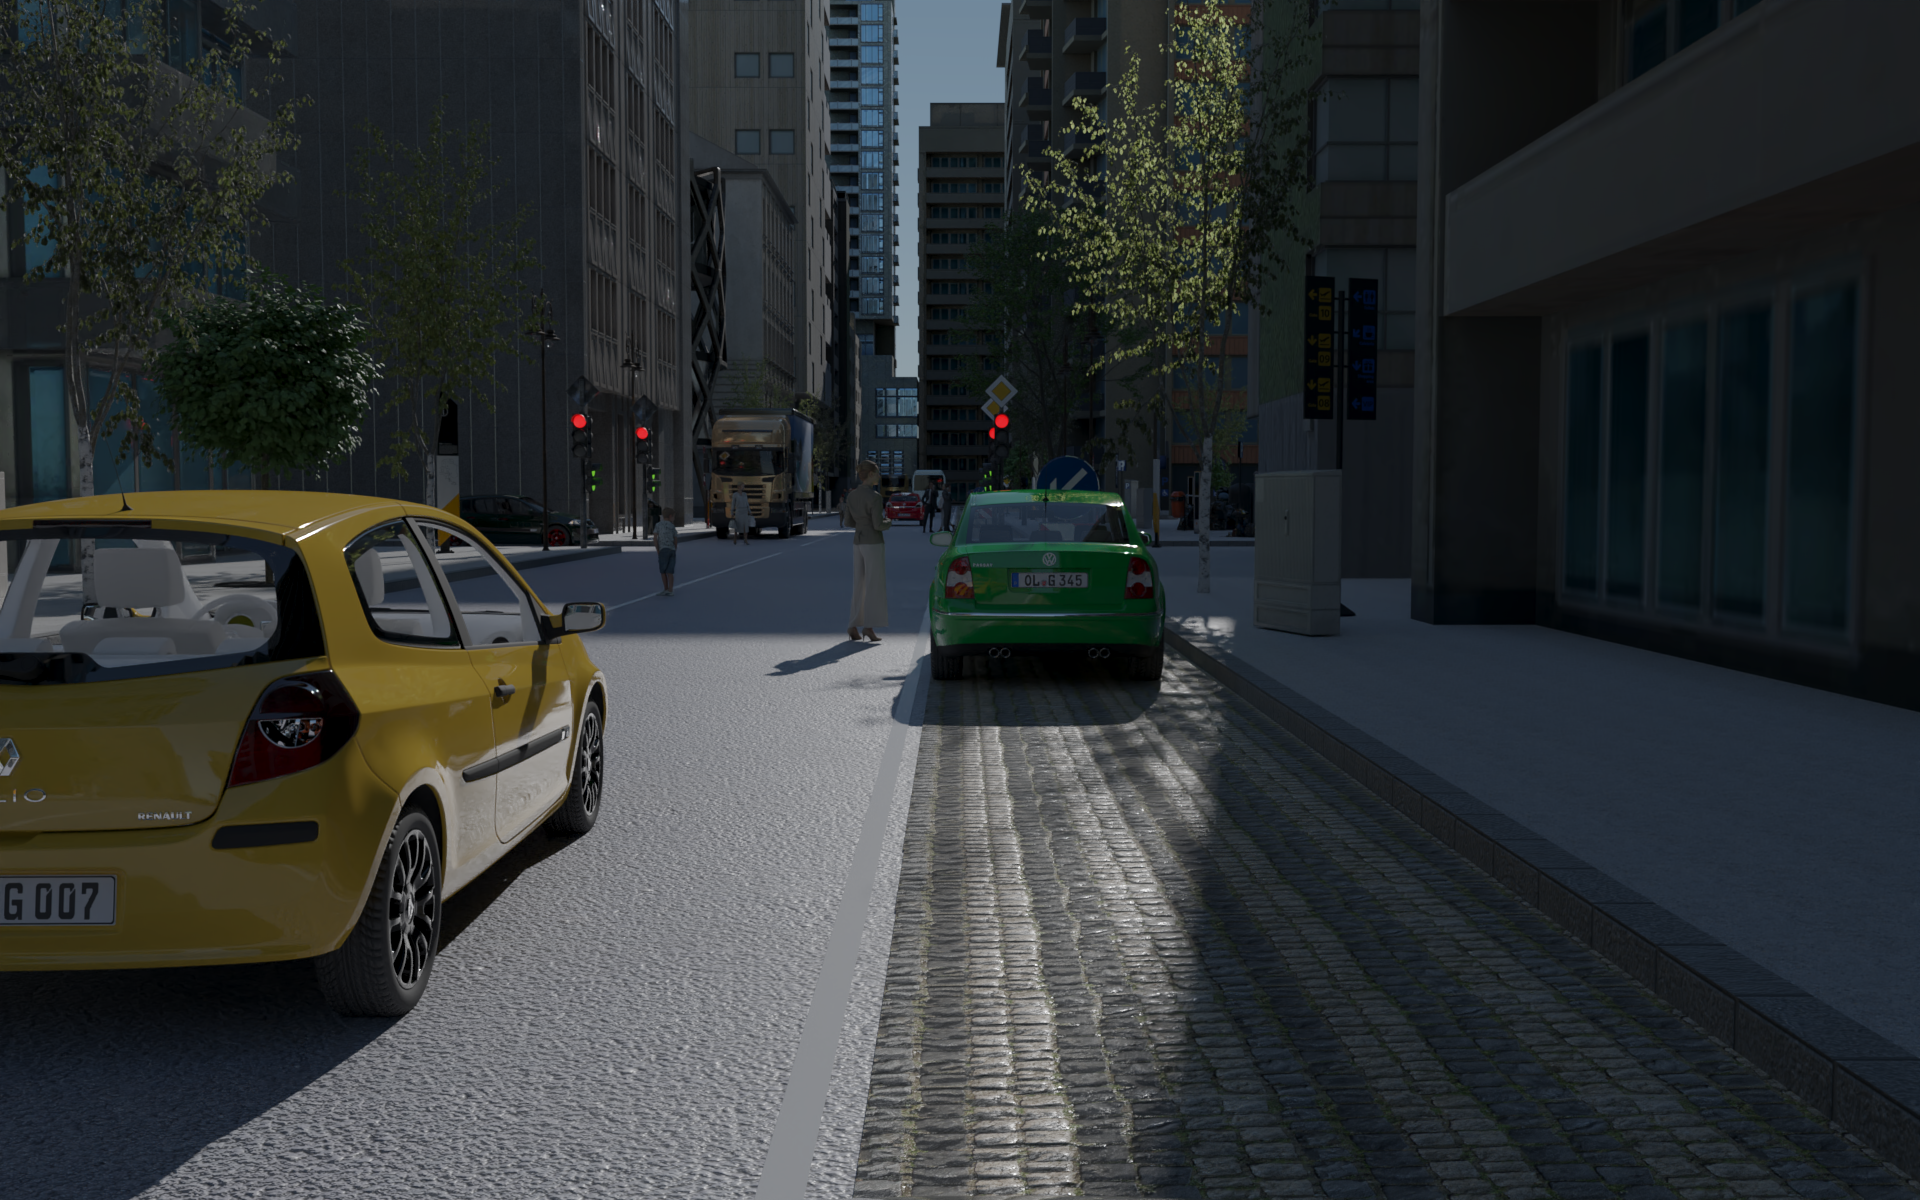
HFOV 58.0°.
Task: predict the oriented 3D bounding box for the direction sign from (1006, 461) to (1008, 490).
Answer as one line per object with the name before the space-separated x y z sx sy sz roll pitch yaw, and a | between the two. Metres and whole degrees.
direction sign | 3.030 -7.246 110.463 0.379 3.537 0.876 1 4 16

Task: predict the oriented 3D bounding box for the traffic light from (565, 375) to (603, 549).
traffic light | -8.855 -3.169 40.732 0.839 4.253 0.868 0 3 0

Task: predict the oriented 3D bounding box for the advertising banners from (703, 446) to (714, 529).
advertising banners | -9.380 -4.173 64.413 0.090 3.025 2.074 0 4 1

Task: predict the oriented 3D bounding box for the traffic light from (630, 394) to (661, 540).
traffic light | -8.856 -3.657 48.717 0.839 4.253 0.868 0 3 0

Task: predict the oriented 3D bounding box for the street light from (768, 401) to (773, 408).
street light | -9.371 -6.912 85.804 0.468 5.910 1.993 0 3 0

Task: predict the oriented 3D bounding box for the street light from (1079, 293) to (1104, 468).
street light | 3.029 -4.109 39.964 0.468 5.910 1.993 0 3 0

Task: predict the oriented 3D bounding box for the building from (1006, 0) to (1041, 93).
building | 15.193 -32.811 160.162 21.300 48.544 21.600 0 3 0

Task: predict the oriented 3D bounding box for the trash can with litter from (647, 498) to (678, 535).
trash can with litter | -9.363 -2.609 54.037 1.055 1.170 0.624 -1 4 -22

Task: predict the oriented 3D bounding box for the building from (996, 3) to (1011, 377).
building | 18.473 -36.410 184.535 28.713 52.752 27.495 0 3 0

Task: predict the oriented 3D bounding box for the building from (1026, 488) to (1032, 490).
building | 21.157 -27.237 137.206 32.217 40.220 23.993 0 3 0

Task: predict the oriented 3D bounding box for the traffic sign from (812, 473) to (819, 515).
traffic sign | -8.988 -6.446 105.504 0.768 2.556 0.104 0 4 1

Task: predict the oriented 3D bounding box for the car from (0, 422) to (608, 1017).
car | -2.373 0.249 6.156 2.015 1.641 3.980 0 4 -1

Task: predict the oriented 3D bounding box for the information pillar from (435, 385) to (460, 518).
information pillar | -11.094 -2.820 37.465 0.504 3.616 0.183 -3 5 -43

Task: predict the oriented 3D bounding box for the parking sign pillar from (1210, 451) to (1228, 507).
parking sign pillar | 13.861 -6.458 94.055 1.447 3.967 1.447 -1 4 -11

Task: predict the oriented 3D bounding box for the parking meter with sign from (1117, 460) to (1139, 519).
parking meter with sign | 8.946 -5.739 90.095 0.543 3.016 1.738 3 5 44

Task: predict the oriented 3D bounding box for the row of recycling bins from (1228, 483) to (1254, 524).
row of recycling bins | 11.225 -3.619 66.282 1.069 1.692 3.534 2 4 29

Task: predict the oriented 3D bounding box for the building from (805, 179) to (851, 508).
building | -17.478 -23.643 158.256 14.160 30.474 14.107 0 3 0

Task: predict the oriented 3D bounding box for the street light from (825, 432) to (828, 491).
street light | -9.380 -9.155 122.474 0.468 5.910 1.993 0 3 0

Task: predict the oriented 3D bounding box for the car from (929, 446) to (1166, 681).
car | 0.694 -0.356 14.618 1.959 1.807 4.718 0 4 1

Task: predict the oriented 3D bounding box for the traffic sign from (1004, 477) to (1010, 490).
traffic sign | 2.668 -5.969 98.780 0.795 2.450 0.064 0 4 7

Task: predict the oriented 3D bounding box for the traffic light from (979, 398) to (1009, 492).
traffic light | 0.955 -3.658 48.734 0.839 4.253 0.868 0 3 0

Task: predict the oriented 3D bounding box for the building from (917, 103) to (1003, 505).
building | 5.569 -36.348 217.987 21.600 48.544 21.300 0 3 0

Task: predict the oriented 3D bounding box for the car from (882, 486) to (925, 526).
car | -2.494 -4.278 78.982 2.155 1.783 4.494 0 4 -1

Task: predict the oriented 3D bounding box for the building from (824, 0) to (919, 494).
building | -20.731 -55.359 217.796 31.000 86.520 22.319 0 3 0

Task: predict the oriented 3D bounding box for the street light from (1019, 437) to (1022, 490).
street light | 3.032 -6.982 86.949 0.468 5.910 1.993 0 3 0

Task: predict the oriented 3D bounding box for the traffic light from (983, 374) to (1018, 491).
traffic light | 0.956 -3.170 40.749 0.839 4.253 0.868 0 3 0

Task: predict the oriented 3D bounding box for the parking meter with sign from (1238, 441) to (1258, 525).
parking meter with sign | 10.073 -3.726 57.175 1.738 3.016 0.543 1 4 18

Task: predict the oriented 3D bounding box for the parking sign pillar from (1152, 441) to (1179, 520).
parking sign pillar | 10.309 -6.044 87.293 1.447 3.967 1.447 0 4 5

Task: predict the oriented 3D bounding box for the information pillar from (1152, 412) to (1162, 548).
information pillar | 4.702 -3.061 41.409 0.183 3.616 0.504 1 4 15

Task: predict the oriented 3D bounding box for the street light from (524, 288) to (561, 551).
street light | -9.371 -4.051 39.016 0.468 5.910 1.993 0 3 0

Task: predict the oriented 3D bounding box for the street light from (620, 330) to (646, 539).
street light | -9.228 -4.659 48.961 0.468 5.910 1.993 0 3 0

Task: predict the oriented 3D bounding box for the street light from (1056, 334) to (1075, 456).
street light | 3.057 -4.744 50.357 0.468 5.910 1.993 0 3 0

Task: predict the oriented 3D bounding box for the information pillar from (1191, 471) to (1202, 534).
information pillar | 7.767 -3.146 55.936 0.304 2.012 0.304 -2 4 -30

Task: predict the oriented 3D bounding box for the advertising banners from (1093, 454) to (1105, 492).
advertising banners | 5.948 -4.805 74.745 0.090 3.025 2.074 -1 4 -13

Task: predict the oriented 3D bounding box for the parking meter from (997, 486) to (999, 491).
parking meter | 2.615 -6.623 113.992 0.399 1.863 0.255 0 4 1

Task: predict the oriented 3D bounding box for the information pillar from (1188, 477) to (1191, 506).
information pillar | 9.852 -4.211 73.338 0.304 2.012 0.304 -3 5 -44

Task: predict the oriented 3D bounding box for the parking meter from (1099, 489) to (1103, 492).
parking meter | 6.798 -4.675 84.852 0.372 1.533 0.369 0 3 0

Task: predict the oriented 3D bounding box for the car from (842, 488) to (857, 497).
car | -6.298 -6.145 109.137 2.281 1.827 5.304 0 4 -2

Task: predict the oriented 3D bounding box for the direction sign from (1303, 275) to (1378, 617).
direction sign | 3.986 -1.602 18.189 0.876 3.537 0.379 -1 4 -21

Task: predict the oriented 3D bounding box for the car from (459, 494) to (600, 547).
car | -11.463 -2.135 44.698 4.222 1.686 2.009 0 4 -1

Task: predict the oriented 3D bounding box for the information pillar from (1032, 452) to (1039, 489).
information pillar | 3.728 -5.784 85.930 0.183 3.616 0.504 2 4 35

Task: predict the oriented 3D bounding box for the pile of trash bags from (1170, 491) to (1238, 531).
pile of trash bags | 8.477 -3.143 61.147 1.912 1.369 3.447 3 5 39

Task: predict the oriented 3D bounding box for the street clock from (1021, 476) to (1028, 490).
street clock | 2.628 -4.048 70.757 0.358 2.002 0.471 1 4 13
